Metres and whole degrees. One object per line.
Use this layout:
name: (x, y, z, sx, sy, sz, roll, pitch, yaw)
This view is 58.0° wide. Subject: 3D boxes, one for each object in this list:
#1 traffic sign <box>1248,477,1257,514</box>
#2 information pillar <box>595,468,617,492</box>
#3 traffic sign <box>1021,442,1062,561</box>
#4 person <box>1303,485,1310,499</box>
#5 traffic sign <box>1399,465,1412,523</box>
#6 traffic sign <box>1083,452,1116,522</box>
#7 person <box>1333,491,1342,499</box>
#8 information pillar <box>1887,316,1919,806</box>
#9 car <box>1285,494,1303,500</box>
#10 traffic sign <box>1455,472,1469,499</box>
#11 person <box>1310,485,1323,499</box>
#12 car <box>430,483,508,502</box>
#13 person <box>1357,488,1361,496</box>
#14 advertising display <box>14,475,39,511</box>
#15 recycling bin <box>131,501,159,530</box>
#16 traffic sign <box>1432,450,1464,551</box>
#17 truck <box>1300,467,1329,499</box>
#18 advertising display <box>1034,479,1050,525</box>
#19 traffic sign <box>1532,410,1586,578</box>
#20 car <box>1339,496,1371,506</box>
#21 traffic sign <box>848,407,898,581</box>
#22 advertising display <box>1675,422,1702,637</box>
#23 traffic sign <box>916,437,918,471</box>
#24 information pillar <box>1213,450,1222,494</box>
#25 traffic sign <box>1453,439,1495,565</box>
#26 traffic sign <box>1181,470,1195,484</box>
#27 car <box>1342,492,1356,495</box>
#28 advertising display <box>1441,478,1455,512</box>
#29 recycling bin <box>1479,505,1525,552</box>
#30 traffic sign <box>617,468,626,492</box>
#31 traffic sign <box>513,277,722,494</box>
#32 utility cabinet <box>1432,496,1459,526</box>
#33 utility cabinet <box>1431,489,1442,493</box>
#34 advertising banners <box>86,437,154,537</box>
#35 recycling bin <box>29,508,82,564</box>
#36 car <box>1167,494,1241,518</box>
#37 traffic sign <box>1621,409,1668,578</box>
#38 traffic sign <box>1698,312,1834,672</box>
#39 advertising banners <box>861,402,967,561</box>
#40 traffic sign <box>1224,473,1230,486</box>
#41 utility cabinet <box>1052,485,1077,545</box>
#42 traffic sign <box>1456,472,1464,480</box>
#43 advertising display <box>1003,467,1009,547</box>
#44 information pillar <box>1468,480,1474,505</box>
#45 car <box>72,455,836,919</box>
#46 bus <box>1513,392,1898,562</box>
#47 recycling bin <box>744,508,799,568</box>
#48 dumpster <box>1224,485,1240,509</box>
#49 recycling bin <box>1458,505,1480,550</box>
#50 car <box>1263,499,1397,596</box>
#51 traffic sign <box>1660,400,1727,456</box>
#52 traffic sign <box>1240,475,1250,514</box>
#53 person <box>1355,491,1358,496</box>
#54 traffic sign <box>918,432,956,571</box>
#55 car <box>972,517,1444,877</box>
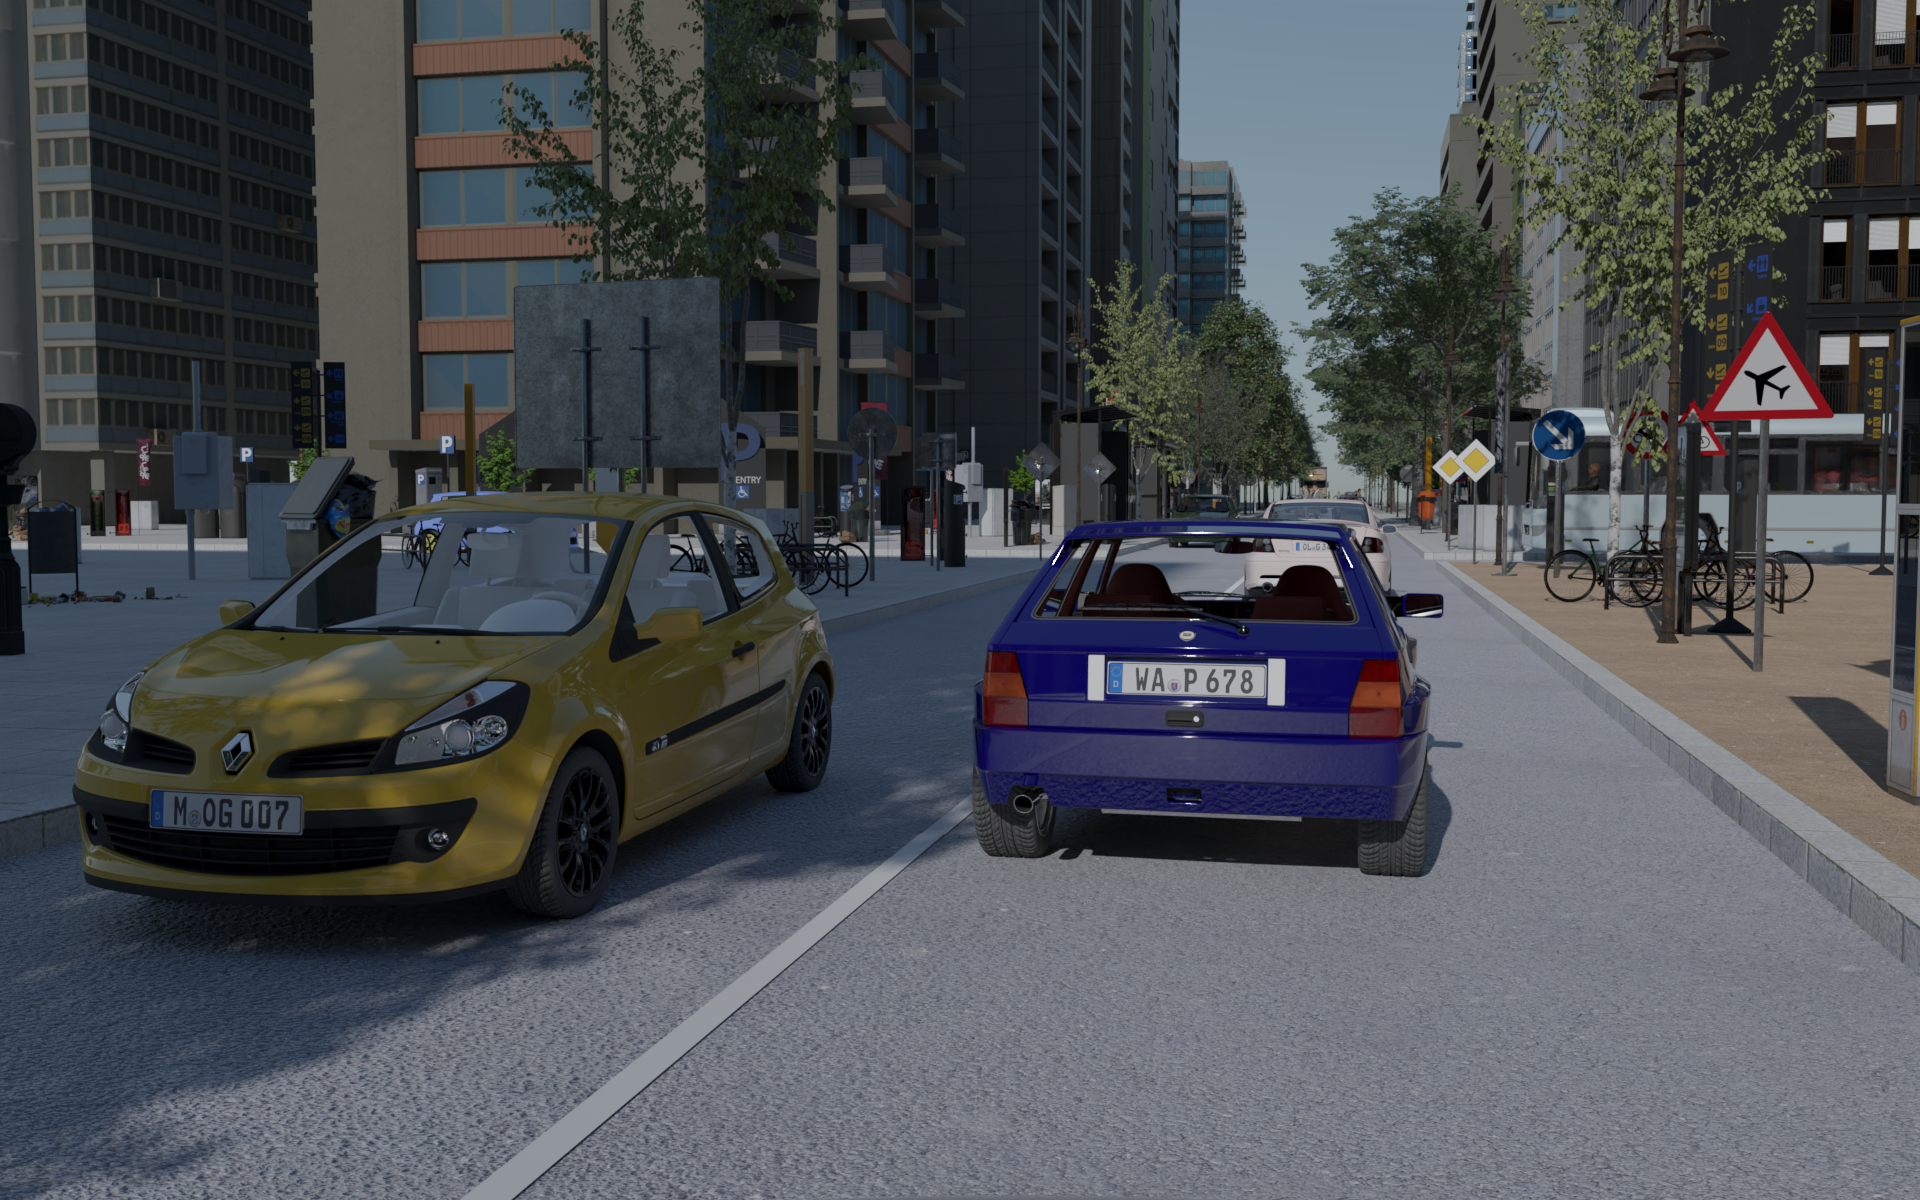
traffic sign: (18.636, -6.788, 111.092, 0.768, 2.556, 0.104, 1, 4, 16)
information pillar: (-5.151, -2.088, 25.491, 0.504, 3.616, 0.183, 2, 4, 29)
traffic sign: (1.552, -1.808, 33.202, 0.795, 2.450, 0.064, 1, 4, 13)
person: (14.933, -4.049, 74.819, 0.853, 1.813, 0.709, 1, 4, 16)
traffic sign: (19.539, -4.614, 75.541, 0.768, 2.556, 0.104, 1, 4, 18)
traffic sign: (3.293, -2.285, 40.995, 0.795, 2.450, 0.064, 1, 4, 13)
person: (37.527, -9.935, 171.671, 1.217, 1.736, 0.721, 1, 4, 14)
information pillar: (4.090, -0.165, 7.188, 0.304, 2.012, 0.304, 1, 4, 8)
car: (26.318, -7.521, 134.973, 2.014, 1.417, 4.499, 1, 4, 14)
traffic sign: (22.152, -4.689, 76.774, 0.768, 2.556, 0.104, 1, 4, 19)
person: (14.495, -3.780, 70.491, 0.473, 1.802, 0.592, 0, 4, -5)
car: (-10.737, -1.876, 40.271, 3.694, 1.707, 1.945, 1, 4, 11)
person: (27.452, -6.753, 118.918, 0.705, 1.823, 1.348, 1, 4, 18)
advertising display: (-32.066, -3.322, 59.530, 0.123, 1.923, 0.974, 1, 4, 12)
recycling bin: (-29.119, -3.016, 61.871, 0.722, 1.027, 0.722, 0, 4, -6)
traffic sign: (11.092, -2.177, 39.239, 0.795, 2.450, 0.064, 1, 4, 13)
truck: (36.902, -11.699, 180.189, 2.839, 4.237, 11.283, 1, 4, 12)
advertising display: (3.592, -4.096, 72.189, 0.974, 1.923, 0.123, 1, 4, 15)
traffic sign: (9.085, -1.603, 26.320, 0.768, 2.556, 0.104, 1, 4, 22)
car: (18.579, -4.265, 82.313, 1.945, 1.354, 3.894, 1, 4, 11)
traffic sign: (-1.294, -1.550, 25.443, 0.768, 2.556, 0.104, 1, 4, 14)
advertising display: (6.663, -0.658, 15.980, 0.123, 1.923, 0.974, 1, 4, 13)
traffic sign: (-0.500, -1.760, 30.903, 0.606, 2.300, 0.079, 1, 4, 13)
information pillar: (13.688, -6.171, 92.248, 0.504, 3.616, 0.183, -2, 4, -24)
traffic sign: (9.351, -1.700, 31.445, 0.795, 2.450, 0.064, 1, 4, 13)
traffic sign: (11.893, -5.522, 90.394, 0.768, 2.556, 0.104, 1, 4, 14)
car: (57.235, -15.026, 254.345, 2.281, 1.827, 5.304, 1, 4, 11)
advertising display: (17.723, -3.528, 62.900, 0.123, 1.923, 0.974, 3, 4, 36)
recycling bin: (12.154, -1.601, 38.725, 0.722, 1.027, 0.722, 2, 4, 35)
traffic sign: (-3.347, -1.041, 17.129, 0.768, 2.556, 0.104, 1, 4, 21)
traffic sign: (-3.317, -1.392, 16.628, 2.265, 3.308, 0.079, 1, 4, 20)
utility cabinet: (19.691, -3.615, 70.270, 1.020, 1.237, 0.306, 1, 4, 18)
utility cabinet: (22.180, -4.455, 81.526, 1.173, 1.500, 0.318, 3, 5, 40)
advertising banners: (-25.657, -3.473, 52.964, 0.090, 3.025, 2.074, 3, 5, 41)
recycling bin: (-16.601, -1.176, 31.785, 0.722, 1.027, 0.722, -3, 5, -40)
car: (6.719, -2.300, 47.393, 2.009, 1.686, 4.222, 1, 4, 14)
traffic sign: (10.100, -1.551, 25.469, 0.768, 2.556, 0.104, 1, 4, 18)
traffic sign: (5.766, -0.761, 12.440, 0.884, 2.594, 0.081, 1, 4, 22)
advertising banners: (-0.874, -2.257, 33.090, 2.074, 3.025, 0.090, -1, 4, -14)
traffic sign: (16.555, -6.493, 106.259, 0.768, 2.556, 0.104, 1, 4, 16)
utility cabinet: (2.618, -2.127, 43.452, 0.318, 1.500, 1.173, 1, 4, 19)
traffic sign: (18.140, -3.891, 63.730, 0.768, 2.556, 0.104, 1, 4, 22)
advertising display: (1.124, -2.269, 42.305, 0.123, 1.923, 0.974, 0, 4, 1)
information pillar: (26.819, -5.276, 90.756, 0.304, 2.012, 0.304, -1, 4, -10)
car: (-1.814, 0.185, 7.200, 2.015, 1.641, 3.980, 1, 4, 13)
bus: (17.267, -2.414, 34.323, 13.247, 3.499, 2.948, 1, 4, 13)
recycling bin: (-3.269, -1.071, 30.063, 0.722, 1.027, 0.722, -3, 5, -43)
dumpster: (17.733, -6.619, 113.973, 1.264, 1.857, 1.865, 1, 4, 13)
recycling bin: (12.017, -1.683, 40.066, 0.722, 1.027, 0.722, -1, 4, -14)
car: (4.868, -0.680, 23.488, 2.083, 1.381, 4.827, 1, 4, 12)
traffic sign: (10.134, -1.469, 24.017, 0.884, 2.594, 0.081, 1, 4, 21)
traffic sign: (18.146, -6.750, 110.463, 0.768, 2.556, 0.104, 1, 4, 13)
person: (32.288, -8.027, 140.571, 0.721, 1.723, 1.217, 2, 4, 34)
traffic sign: (-0.359, -1.626, 28.720, 0.606, 2.300, 0.079, 1, 4, 20)
car: (1.234, 0.282, 7.973, 1.945, 1.354, 3.894, 1, 4, 13)
